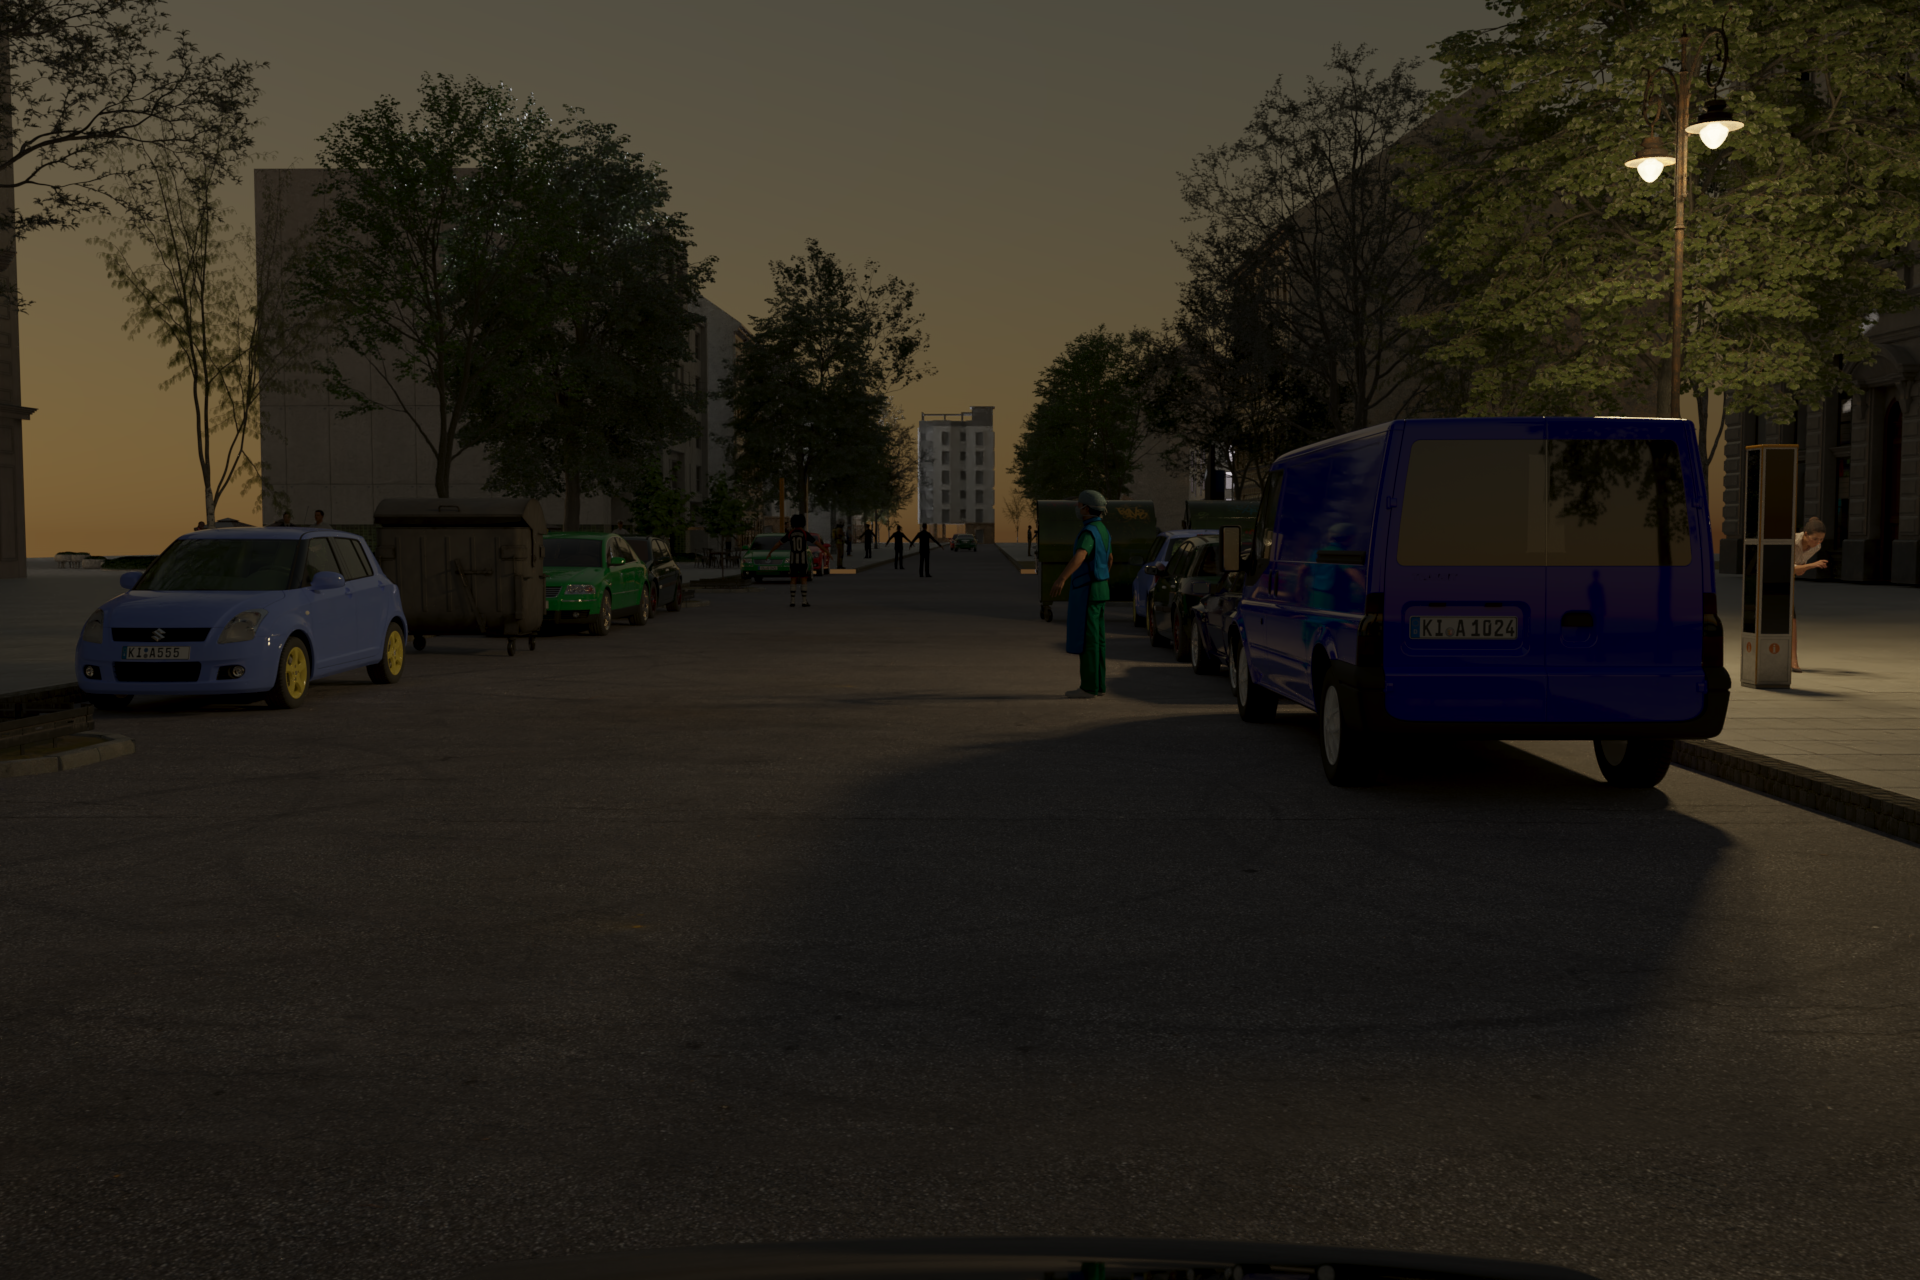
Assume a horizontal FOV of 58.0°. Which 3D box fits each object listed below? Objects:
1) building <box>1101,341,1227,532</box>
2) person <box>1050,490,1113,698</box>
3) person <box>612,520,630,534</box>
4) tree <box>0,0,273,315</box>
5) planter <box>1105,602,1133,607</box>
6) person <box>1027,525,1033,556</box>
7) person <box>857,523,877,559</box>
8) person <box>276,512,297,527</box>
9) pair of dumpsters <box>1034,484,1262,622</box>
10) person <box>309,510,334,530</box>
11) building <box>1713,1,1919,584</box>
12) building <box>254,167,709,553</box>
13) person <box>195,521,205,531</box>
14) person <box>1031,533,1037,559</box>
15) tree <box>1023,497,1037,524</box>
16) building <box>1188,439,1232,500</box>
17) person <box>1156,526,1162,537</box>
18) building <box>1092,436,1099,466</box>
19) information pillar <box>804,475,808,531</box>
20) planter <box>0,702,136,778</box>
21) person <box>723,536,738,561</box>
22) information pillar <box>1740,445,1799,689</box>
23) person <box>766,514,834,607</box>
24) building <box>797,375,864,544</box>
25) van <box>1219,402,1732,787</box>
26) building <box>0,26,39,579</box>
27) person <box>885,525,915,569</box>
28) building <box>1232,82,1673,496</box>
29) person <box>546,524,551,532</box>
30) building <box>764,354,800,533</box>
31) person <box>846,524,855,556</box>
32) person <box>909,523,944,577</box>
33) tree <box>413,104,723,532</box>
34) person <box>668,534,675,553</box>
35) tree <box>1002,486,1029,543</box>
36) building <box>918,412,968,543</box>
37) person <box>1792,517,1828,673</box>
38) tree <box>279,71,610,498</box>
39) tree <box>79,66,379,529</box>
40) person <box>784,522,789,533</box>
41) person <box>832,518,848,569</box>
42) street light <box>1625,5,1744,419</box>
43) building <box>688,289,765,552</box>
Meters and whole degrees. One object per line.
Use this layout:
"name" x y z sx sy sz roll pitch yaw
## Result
"building" 25.975 -22.610 200.606 19.493 23.208 18.063 0 4 1
"person" 1.116 -0.406 15.221 0.704 1.817 1.347 1 4 22
"person" -11.706 -3.262 59.801 1.216 1.778 0.721 -1 4 -20
"tree" -12.151 -6.462 16.028 12.009 13.543 11.850 0 3 0
"planter" 3.652 -0.849 35.019 1.991 0.319 1.994 0 4 1
"person" 4.044 -5.723 99.845 0.705 1.796 1.348 0 4 2
"person" -4.839 -5.197 90.906 1.347 1.837 0.705 -3 5 -44
"person" -16.159 -2.177 41.637 1.345 1.823 0.704 -2 4 -27
"pair of dumpsters" 3.439 -1.446 28.585 4.436 2.255 1.574 0 3 0
"person" -14.016 -1.941 37.884 1.344 1.810 0.704 1 4 10
"building" 27.243 -13.083 41.626 11.050 23.595 19.941 0 4 1
"building" -25.429 -14.267 99.727 16.747 18.905 31.486 0 4 1
"person" -21.301 -2.518 48.682 0.593 1.643 0.415 3 5 44
"person" 4.070 -5.137 89.959 0.705 1.833 1.349 2 4 29
"tree" 11.842 -18.601 254.484 4.360 8.622 3.978 0 3 0
"building" 25.200 -12.407 144.998 9.099 9.664 28.070 0 4 1
"person" 5.560 -2.731 50.483 1.345 1.849 0.704 -1 4 -21
"building" 26.809 -23.879 221.357 19.493 23.208 18.063 0 4 1
"information pillar" -6.095 -4.733 68.734 0.183 3.616 0.504 0 4 1
"planter" -6.412 0.627 10.893 1.991 0.319 1.994 0 4 2
"person" -11.158 -4.740 83.630 0.705 1.813 1.348 2 4 24
"information pillar" 6.730 -0.607 14.414 0.304 2.012 0.304 0 4 0
"person" -3.169 -1.559 34.088 1.345 1.843 0.704 0 4 5
"building" -22.828 -24.580 232.817 19.493 23.208 18.063 0 4 2
"van" 3.053 -0.433 11.457 2.240 2.365 5.245 0 4 0
"building" -31.862 -13.839 38.283 10.469 25.551 25.511 0 3 0
"person" -2.471 -3.771 70.341 1.346 1.802 0.704 2 4 26
"building" 25.358 -16.042 93.215 19.493 23.208 18.063 0 4 0
"person" -15.212 -3.476 63.301 1.216 1.772 0.721 -1 4 -10
"building" -22.780 -19.771 179.671 16.016 20.090 11.380 0 4 2
"person" -6.346 -5.728 99.511 0.705 1.847 1.347 -1 4 -20
"person" -1.158 -2.984 57.476 1.346 1.802 0.704 2 4 30
"tree" -12.026 -8.976 53.407 9.857 13.997 8.962 0 3 0
"person" -14.997 -5.080 89.775 0.721 1.740 1.216 0 4 0
"tree" 8.905 -19.006 261.112 4.360 8.622 3.978 0 3 0
"building" -5.966 -24.570 260.594 11.380 20.090 16.016 0 4 8
"person" 7.687 -0.416 16.036 0.799 1.438 0.628 3 5 43
"tree" -11.771 -6.956 39.482 9.928 11.665 9.643 0 3 0
"tree" -12.428 -4.756 28.122 4.360 8.622 3.978 0 3 0
"person" -7.450 -4.192 74.682 0.704 1.812 1.346 1 4 9
"person" -4.365 -3.535 63.563 0.705 1.858 1.354 -1 4 -16
"street light" 6.561 -2.634 15.862 0.468 5.910 1.993 0 4 1
"building" -25.439 -18.504 133.476 19.493 23.208 18.063 0 3 0
